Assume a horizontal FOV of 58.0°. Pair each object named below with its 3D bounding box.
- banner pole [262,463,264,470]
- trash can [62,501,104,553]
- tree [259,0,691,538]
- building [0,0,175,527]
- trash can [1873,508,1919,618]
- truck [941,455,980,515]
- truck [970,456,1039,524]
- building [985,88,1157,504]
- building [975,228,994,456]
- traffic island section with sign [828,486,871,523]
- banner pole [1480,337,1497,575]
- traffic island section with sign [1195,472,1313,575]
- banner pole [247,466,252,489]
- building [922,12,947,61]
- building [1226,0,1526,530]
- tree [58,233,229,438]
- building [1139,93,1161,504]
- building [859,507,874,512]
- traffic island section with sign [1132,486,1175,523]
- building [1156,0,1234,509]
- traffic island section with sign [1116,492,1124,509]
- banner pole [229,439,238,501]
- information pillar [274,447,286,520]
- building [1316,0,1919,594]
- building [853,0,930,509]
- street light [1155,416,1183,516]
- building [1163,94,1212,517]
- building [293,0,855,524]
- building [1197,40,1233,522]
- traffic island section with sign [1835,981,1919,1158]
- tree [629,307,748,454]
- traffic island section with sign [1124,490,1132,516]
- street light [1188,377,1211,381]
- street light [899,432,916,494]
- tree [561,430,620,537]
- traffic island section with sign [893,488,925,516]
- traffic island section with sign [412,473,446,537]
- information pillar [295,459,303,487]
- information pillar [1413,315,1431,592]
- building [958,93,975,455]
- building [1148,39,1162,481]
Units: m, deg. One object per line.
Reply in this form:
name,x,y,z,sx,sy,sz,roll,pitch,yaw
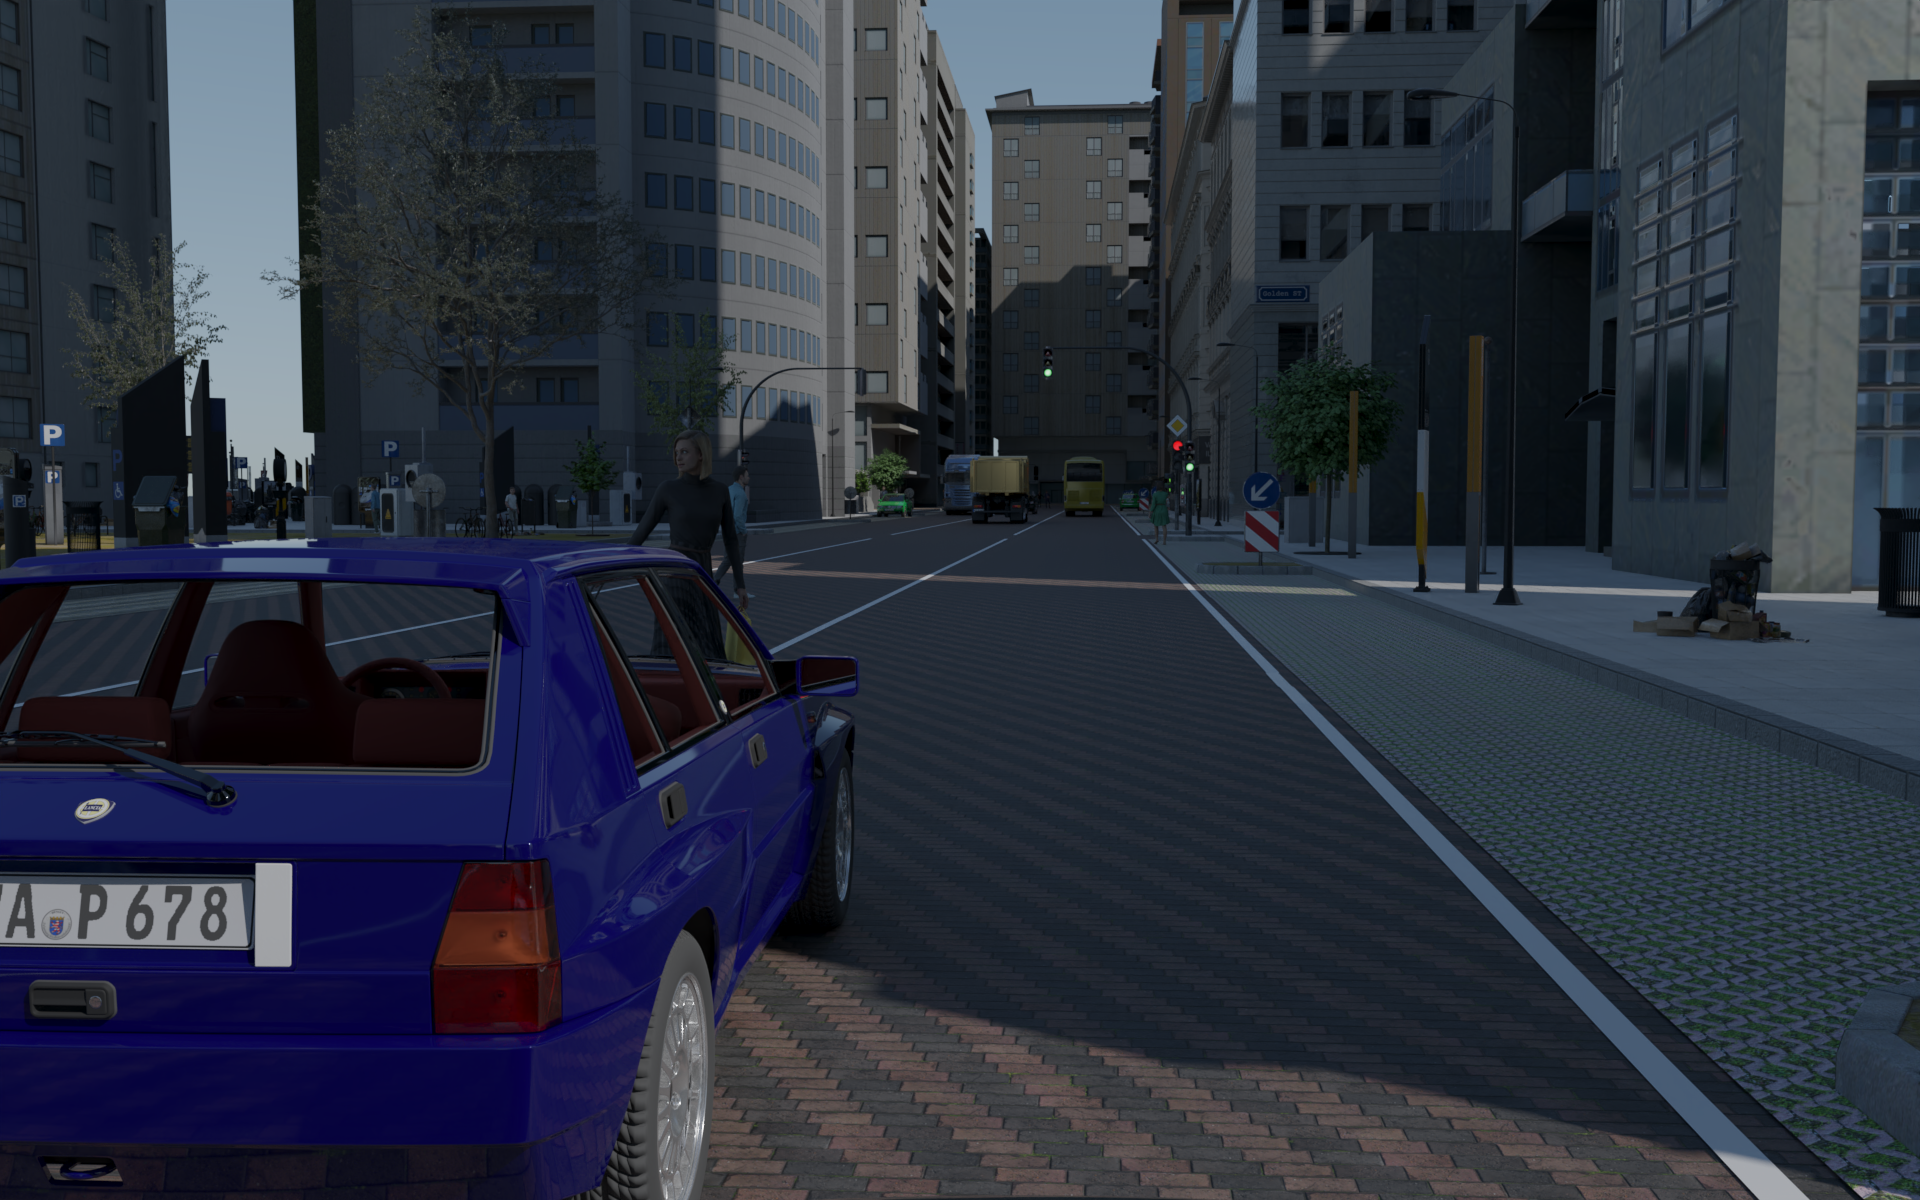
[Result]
banner pole,-55.994,-9.136,139.397,0.401,3.779,0.863,-1,4,-10
trash can,-17.499,-1.402,34.583,0.748,1.137,0.748,0,3,0
tree,-11.984,-8.138,43.422,12.009,13.543,11.850,0,3,0
building,-42.756,-23.700,71.092,14.086,41.232,14.154,0,4,5
trash can,9.946,-0.394,18.097,0.748,1.137,0.748,0,3,0
truck,0.729,-8.238,124.453,2.967,4.110,18.799,0,4,4
truck,2.108,-5.567,86.944,3.469,3.379,9.791,0,4,4
building,18.014,-39.383,233.153,27.495,52.752,28.713,0,4,5
building,-7.460,-33.397,237.916,23.993,40.220,32.217,0,4,5
traffic island section with sign,-5.544,-4.828,87.558,1.989,1.847,2.006,0,4,5
banner pole,8.461,-2.315,27.874,0.401,3.779,0.863,1,4,16
traffic island section with sign,5.302,-1.398,31.493,1.989,1.847,2.006,0,4,5
banner pole,-56.014,-8.957,136.468,0.863,3.779,0.401,3,5,43
building,-12.006,-33.779,175.995,21.300,48.544,21.600,0,4,5
building,25.426,-17.554,64.509,29.804,29.767,11.434,0,4,5
tree,-22.512,-5.978,48.105,4.360,8.622,3.978,0,3,0
building,32.466,-35.199,195.105,23.786,49.044,30.456,0,4,5
building,-23.097,-26.398,123.486,32.217,40.220,23.993,0,4,5
traffic island section with sign,9.680,-4.724,85.865,1.989,1.847,2.006,0,4,5
building,23.828,-30.224,144.276,14.600,45.320,14.200,0,4,5
traffic island section with sign,15.883,-9.428,162.772,1.989,1.847,2.006,0,4,5
banner pole,-33.412,-5.479,79.603,0.401,3.779,0.863,-1,4,-12
information pillar,-33.559,-5.756,85.473,0.504,3.616,0.183,-1,4,-17
building,20.848,-44.143,34.418,22.319,86.520,31.000,0,4,5
building,-17.248,-34.402,151.707,28.713,52.752,27.495,0,4,5
street light,12.467,-7.947,102.481,1.470,5.913,1.316,0,4,5
building,22.608,-20.601,113.244,17.030,29.872,44.131,0,4,5
building,-17.706,-33.295,86.366,21.231,58.520,28.212,0,4,5
building,17.246,-15.469,81.790,11.050,23.489,19.941,0,4,5
traffic island section with sign,3.049,0.308,3.585,1.989,1.847,2.006,0,4,5
tree,-10.483,-7.161,67.452,4.737,8.622,4.395,0,3,0
traffic island section with sign,11.876,-6.388,113.071,1.989,1.847,2.006,0,4,5
street light,9.752,-5.895,68.922,1.470,5.913,1.316,0,4,5
street light,-3.969,-9.594,129.402,1.470,5.913,1.316,0,4,5
tree,-11.145,-3.548,52.619,1.663,3.219,1.824,0,3,0
traffic island section with sign,-3.350,-6.501,114.923,1.989,1.847,2.006,0,4,5
traffic island section with sign,-10.019,-1.435,32.090,1.989,1.847,2.006,0,4,5
information pillar,-44.136,-7.602,115.642,0.504,3.616,0.183,-3,5,-44
information pillar,6.041,-1.910,22.581,0.183,3.616,0.504,1,4,22
building,-9.488,-35.432,203.013,21.600,48.544,21.300,0,4,5
building,29.361,-31.262,165.752,22.147,44.769,28.867,0,4,5
